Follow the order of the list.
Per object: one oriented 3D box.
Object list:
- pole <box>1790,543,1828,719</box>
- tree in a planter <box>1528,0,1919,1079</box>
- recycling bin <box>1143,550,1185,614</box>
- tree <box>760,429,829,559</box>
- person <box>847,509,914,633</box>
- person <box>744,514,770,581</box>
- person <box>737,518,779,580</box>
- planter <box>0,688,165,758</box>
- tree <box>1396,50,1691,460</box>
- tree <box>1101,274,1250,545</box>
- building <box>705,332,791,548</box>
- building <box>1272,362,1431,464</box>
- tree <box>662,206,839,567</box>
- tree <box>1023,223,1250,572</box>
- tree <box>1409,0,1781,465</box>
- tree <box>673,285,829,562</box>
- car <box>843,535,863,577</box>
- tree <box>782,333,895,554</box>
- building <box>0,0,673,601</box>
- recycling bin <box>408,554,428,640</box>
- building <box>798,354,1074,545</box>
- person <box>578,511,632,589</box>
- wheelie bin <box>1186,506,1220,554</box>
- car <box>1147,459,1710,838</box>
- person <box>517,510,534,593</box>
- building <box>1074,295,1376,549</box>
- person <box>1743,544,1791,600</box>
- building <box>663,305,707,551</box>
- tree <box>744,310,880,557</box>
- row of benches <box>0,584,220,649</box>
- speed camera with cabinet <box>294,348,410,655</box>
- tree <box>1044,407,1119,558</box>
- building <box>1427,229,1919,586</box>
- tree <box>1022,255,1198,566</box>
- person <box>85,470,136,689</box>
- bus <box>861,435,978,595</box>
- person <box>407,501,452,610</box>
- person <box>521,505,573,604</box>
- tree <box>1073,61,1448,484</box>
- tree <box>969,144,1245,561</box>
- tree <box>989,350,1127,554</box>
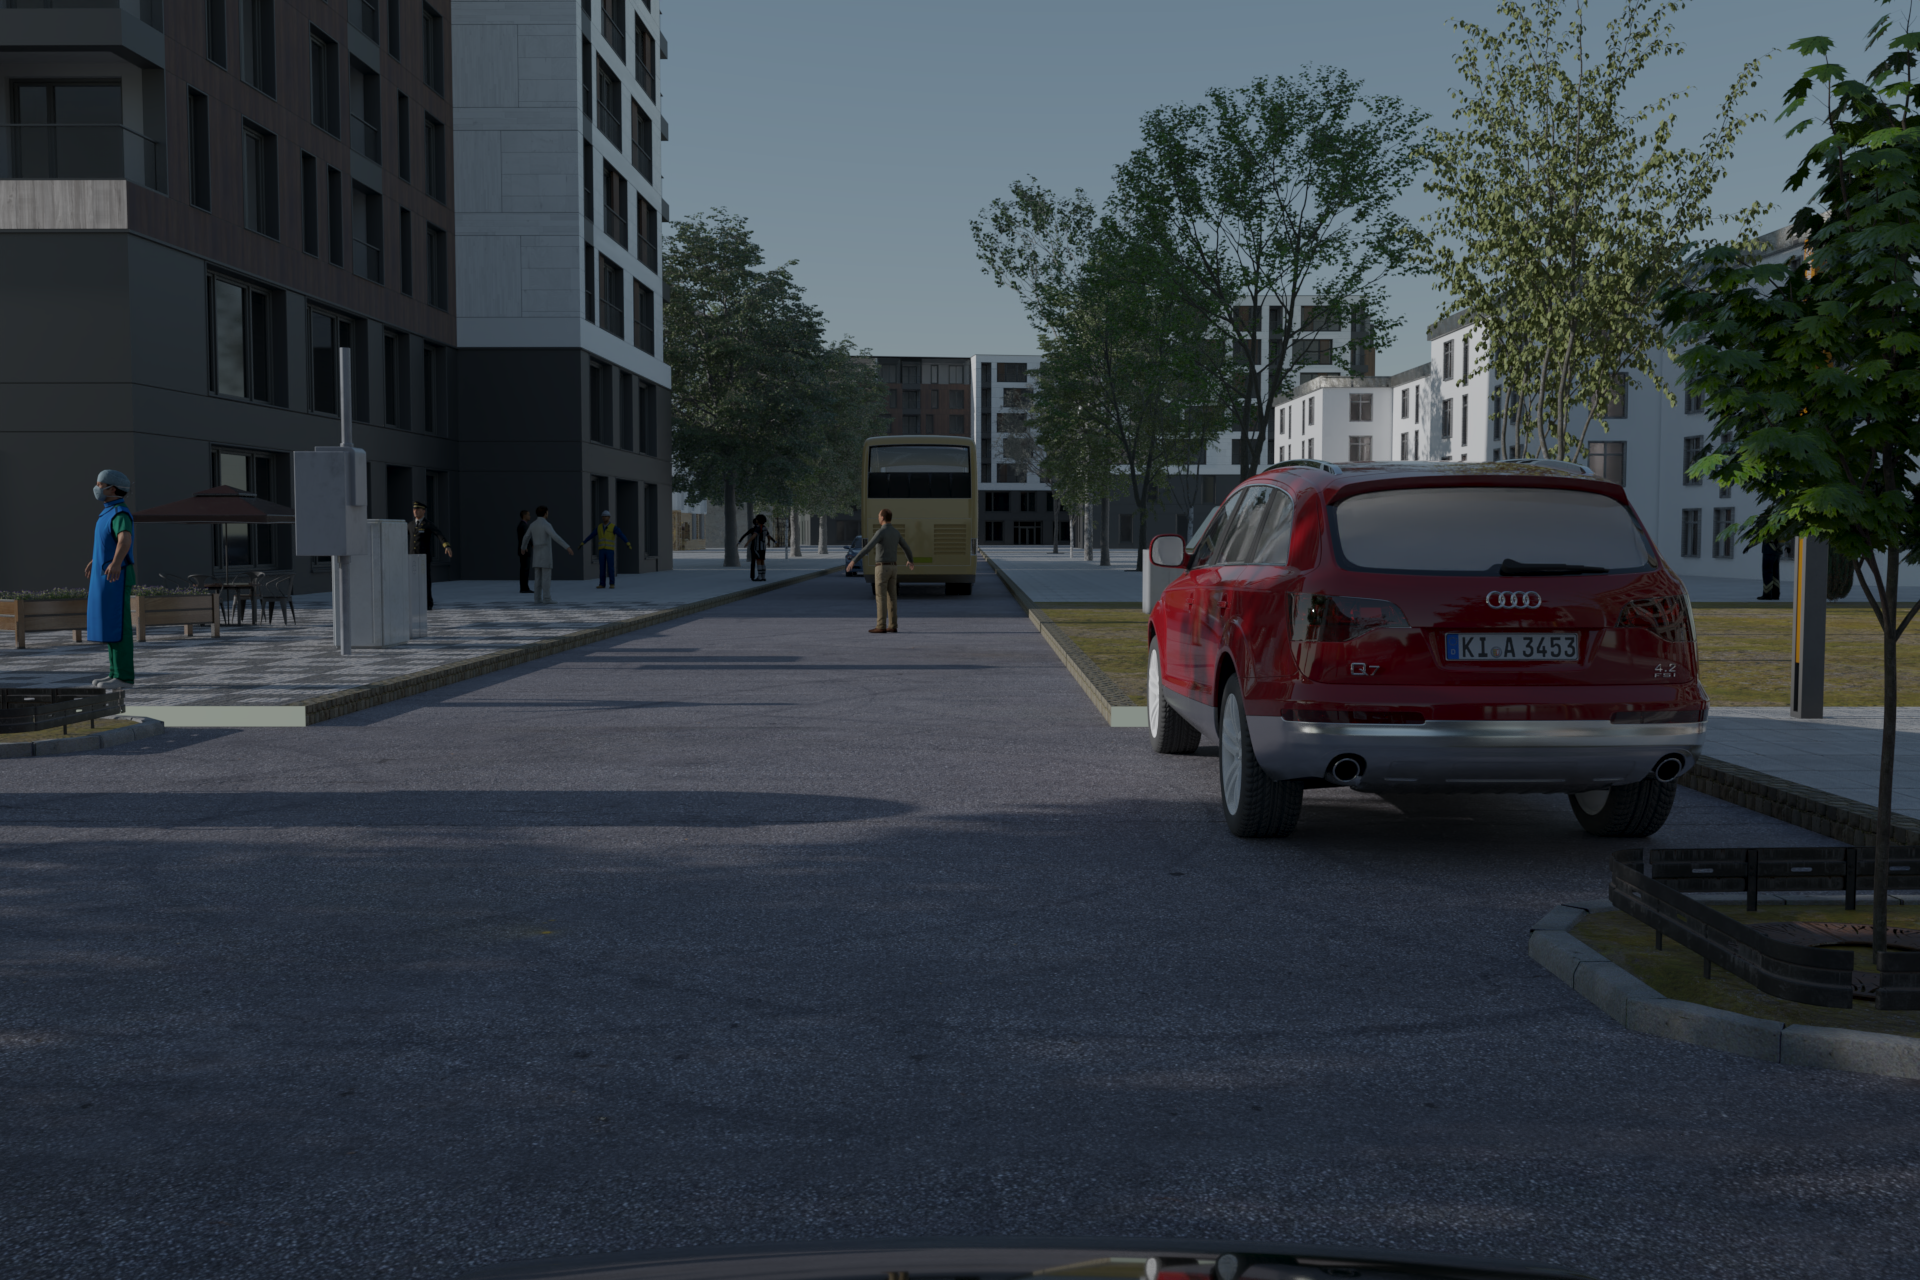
[{"bbox_3d":[5.915,-1.111,12.002,0.158,3.312,0.155,0,3,0],"label":"pole"},{"bbox_3d":[2.924,-0.500,5.403,1.991,3.239,1.994,0,3,0],"label":"tree in a planter"},{"bbox_3d":[3.345,-0.944,27.996,0.722,1.027,0.722,0,4,1],"label":"recycling bin"},{"bbox_3d":[-8.863,-8.390,87.541,4.360,8.622,3.978,0,3,0],"label":"tree"},{"bbox_3d":[-1.092,-1.001,25.099,0.705,1.796,1.348,3,5,42],"label":"person"},{"bbox_3d":[-5.434,-2.496,46.947,0.704,1.843,1.345,1,4,22],"label":"person"},{"bbox_3d":[-5.641,-2.541,48.269,1.216,1.740,0.721,1,4,9],"label":"person"},{"bbox_3d":[-6.715,0.561,11.969,1.991,0.319,1.994,0,4,0],"label":"planter"},{"bbox_3d":[9.056,-4.705,27.293,4.737,8.622,4.395,0,3,0],"label":"tree"},{"bbox_3d":[6.503,-5.975,48.061,4.360,8.622,3.978,0,3,0],"label":"tree"},{"bbox_3d":[-26.297,-20.566,167.182,19.493,23.208,18.063,0,3,0],"label":"building"},{"bbox_3d":[23.667,-9.179,92.218,9.099,9.664,28.070,0,3,0],"label":"building"},{"bbox_3d":[-8.943,-9.855,67.784,9.857,13.997,8.962,0,3,0],"label":"tree"},{"bbox_3d":[6.124,-8.137,58.788,9.928,11.665,9.643,0,3,0],"label":"tree"},{"bbox_3d":[7.806,-4.369,21.801,4.737,8.622,4.395,0,3,0],"label":"tree"},{"bbox_3d":[-10.066,-9.880,79.661,7.486,12.596,7.792,0,3,0],"label":"tree"},{"bbox_3d":[-2.985,-2.916,59.674,2.014,1.417,4.499,0,4,0],"label":"car"},{"bbox_3d":[-8.888,-12.479,110.691,9.857,13.997,8.962,0,3,0],"label":"tree"},{"bbox_3d":[-24.342,-12.307,45.199,27.936,21.610,32.646,0,4,1],"label":"building"},{"bbox_3d":[-7.016,-0.536,21.313,0.722,1.027,0.722,0,4,-1],"label":"recycling bin"},{"bbox_3d":[-2.556,-22.168,208.874,32.646,21.610,27.936,-1,4,-9],"label":"building"},{"bbox_3d":[-8.343,-2.132,40.825,1.349,1.833,0.705,1,4,13],"label":"person"},{"bbox_3d":[2.895,-0.703,19.400,0.693,1.594,0.980,0,4,-1],"label":"wheelie bin"},{"bbox_3d":[2.275,-0.064,9.716,2.281,1.827,5.304,0,4,0],"label":"car"},{"bbox_3d":[-9.425,-1.921,37.633,0.704,1.802,1.346,-2,4,-26],"label":"person"},{"bbox_3d":[24.644,-19.616,164.689,27.936,21.610,32.646,0,4,1],"label":"building"},{"bbox_3d":[15.761,-1.707,33.690,1.354,1.856,0.705,-2,4,-29],"label":"person"},{"bbox_3d":[-26.375,-16.905,132.812,16.016,20.090,11.380,0,4,0],"label":"building"},{"bbox_3d":[-9.350,-11.698,97.923,9.857,13.997,8.962,0,3,0],"label":"tree"},{"bbox_3d":[-10.523,-0.268,19.845,1.422,0.672,4.104,2,4,33],"label":"row of benches"},{"bbox_3d":[-6.720,-1.519,19.175,0.660,3.252,2.038,0,4,0],"label":"speed camera with cabinet"},{"bbox_3d":[5.936,-8.786,94.014,4.360,8.622,3.978,0,3,0],"label":"tree"},{"bbox_3d":[23.321,-6.965,56.029,9.099,9.664,28.070,0,4,0],"label":"building"},{"bbox_3d":[6.074,-9.246,69.301,7.486,12.596,7.792,0,3,0],"label":"tree"},{"bbox_3d":[-7.083,-0.509,14.449,0.704,1.817,1.347,-2,4,-34],"label":"person"},{"bbox_3d":[-0.901,-3.175,43.454,2.896,3.916,12.252,0,4,0],"label":"bus"},{"bbox_3d":[-9.102,-1.421,29.166,1.347,1.837,0.705,1,4,18],"label":"person"},{"bbox_3d":[-7.662,-1.573,31.901,1.347,1.806,0.705,2,4,35],"label":"person"},{"bbox_3d":[6.509,-6.886,38.342,9.928,11.665,9.643,0,3,0],"label":"tree"},{"bbox_3d":[7.574,-13.856,82.439,12.611,20.169,13.585,0,3,0],"label":"tree"},{"bbox_3d":[6.357,-12.382,112.822,12.009,13.543,11.850,0,3,0],"label":"tree"}]
